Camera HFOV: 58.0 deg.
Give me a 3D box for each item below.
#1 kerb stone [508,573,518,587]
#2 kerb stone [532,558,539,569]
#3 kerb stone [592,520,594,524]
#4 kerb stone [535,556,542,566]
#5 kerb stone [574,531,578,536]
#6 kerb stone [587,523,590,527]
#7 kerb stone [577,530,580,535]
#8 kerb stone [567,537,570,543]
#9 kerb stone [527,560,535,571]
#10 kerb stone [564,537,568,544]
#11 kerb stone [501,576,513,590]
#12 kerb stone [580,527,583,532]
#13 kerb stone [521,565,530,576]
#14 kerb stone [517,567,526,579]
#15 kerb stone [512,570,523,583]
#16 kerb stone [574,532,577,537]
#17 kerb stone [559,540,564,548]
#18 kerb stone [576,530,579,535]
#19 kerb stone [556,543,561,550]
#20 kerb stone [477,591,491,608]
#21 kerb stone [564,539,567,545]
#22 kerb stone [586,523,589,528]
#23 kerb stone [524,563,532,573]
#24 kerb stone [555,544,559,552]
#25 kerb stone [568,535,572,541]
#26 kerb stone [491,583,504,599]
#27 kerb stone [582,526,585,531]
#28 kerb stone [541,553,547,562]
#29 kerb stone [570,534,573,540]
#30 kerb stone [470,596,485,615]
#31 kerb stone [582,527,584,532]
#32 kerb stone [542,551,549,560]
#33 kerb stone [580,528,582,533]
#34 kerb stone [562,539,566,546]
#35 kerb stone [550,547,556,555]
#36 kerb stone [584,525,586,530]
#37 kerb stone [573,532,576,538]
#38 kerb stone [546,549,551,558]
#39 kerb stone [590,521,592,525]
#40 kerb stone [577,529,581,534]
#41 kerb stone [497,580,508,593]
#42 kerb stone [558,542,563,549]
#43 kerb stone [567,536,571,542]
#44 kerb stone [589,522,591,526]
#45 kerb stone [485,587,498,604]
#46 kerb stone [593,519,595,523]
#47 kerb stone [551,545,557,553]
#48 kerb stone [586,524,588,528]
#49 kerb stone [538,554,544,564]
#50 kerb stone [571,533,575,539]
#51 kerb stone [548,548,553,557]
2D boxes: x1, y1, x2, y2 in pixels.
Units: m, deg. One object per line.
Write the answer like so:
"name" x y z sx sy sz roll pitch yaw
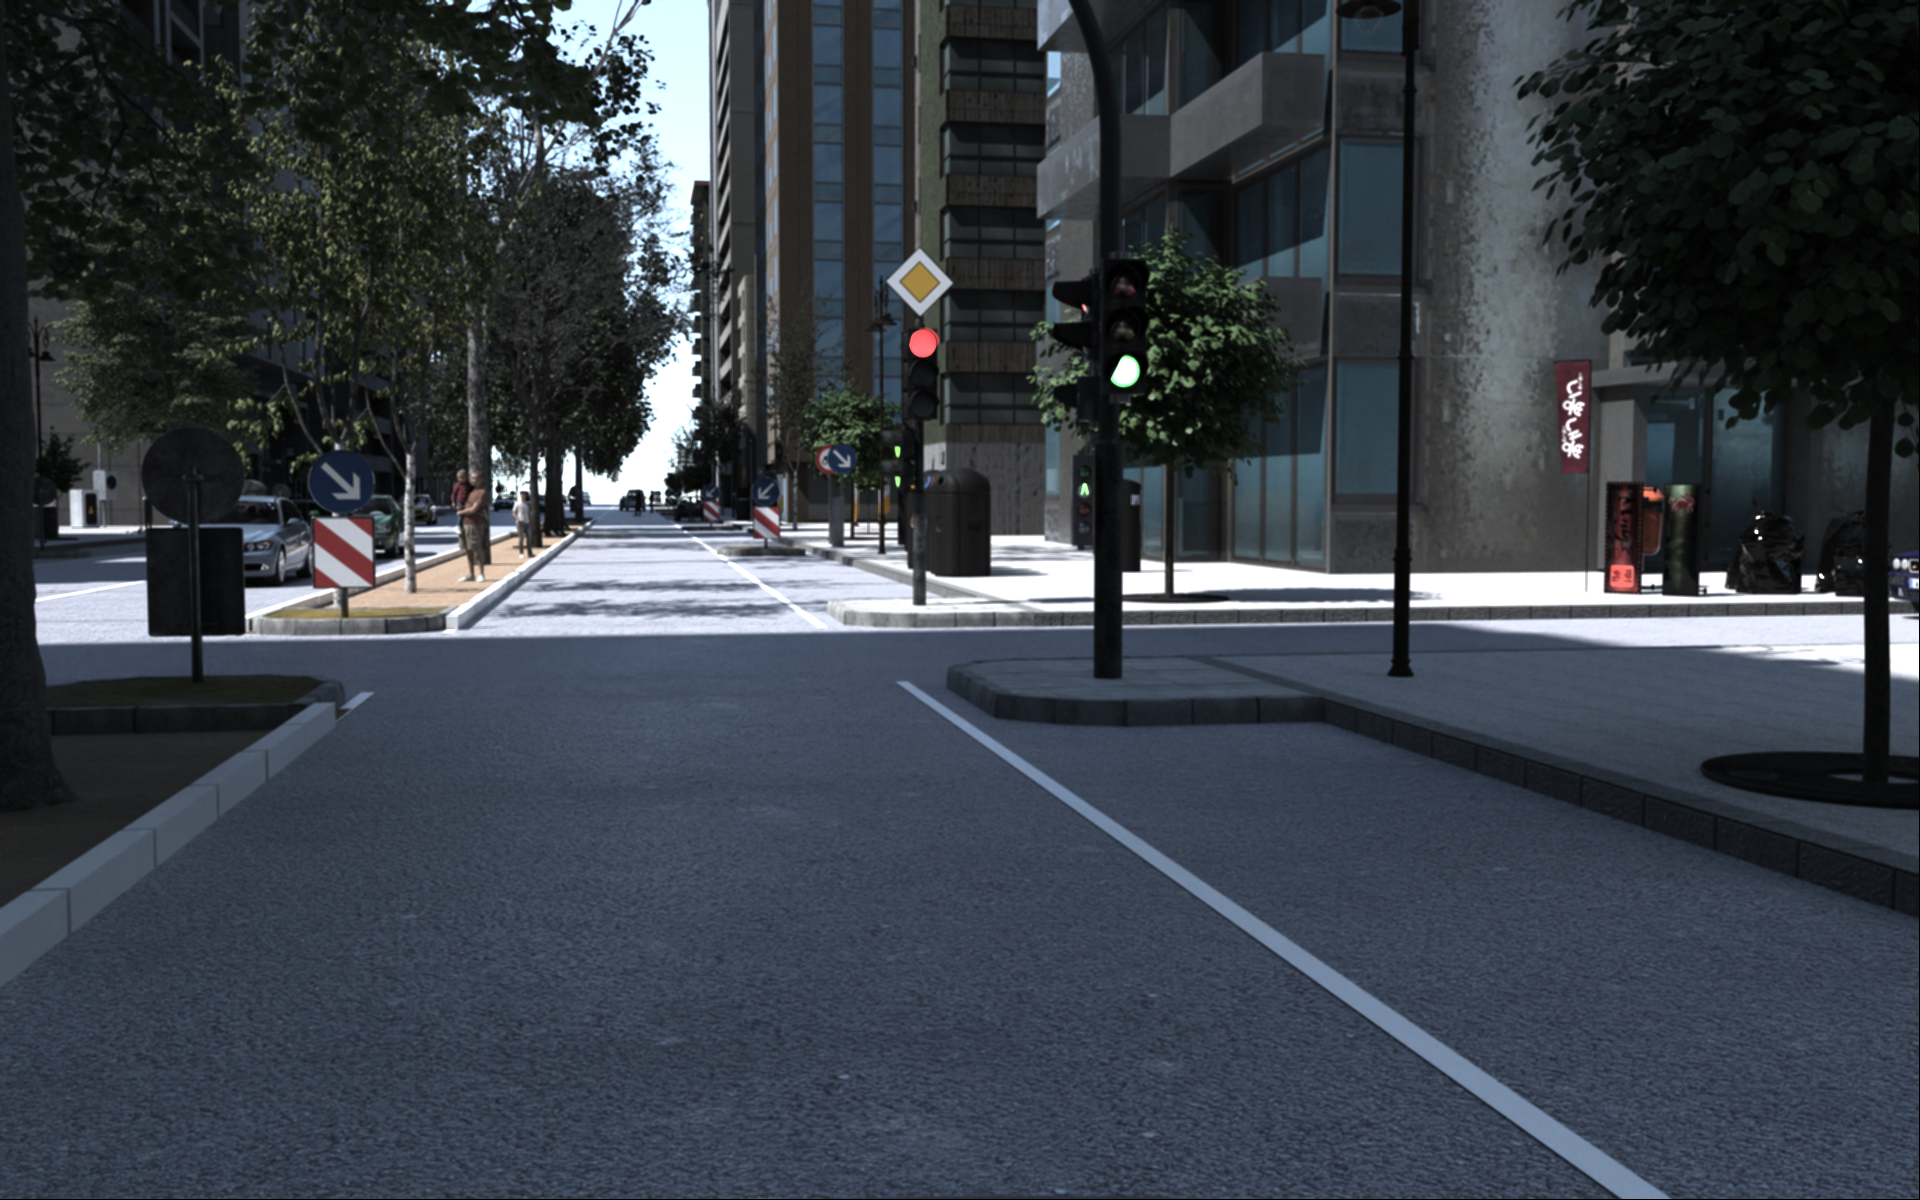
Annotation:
"kerb stone" -6.968 -0.280 26.770 0.120 0.150 1.000 -1 4 -11
"kerb stone" -8.119 -0.649 32.813 0.120 0.150 1.000 -1 4 -11
"kerb stone" -16.726 -3.418 78.170 0.120 0.150 1.000 -1 4 -11
"kerb stone" -8.309 -0.711 33.818 0.120 0.150 1.000 -1 4 -11
"kerb stone" -12.522 -2.067 55.997 0.120 0.150 1.000 -1 4 -11
"kerb stone" -15.381 -2.992 71.116 0.120 0.150 1.000 -1 4 -11
"kerb stone" -12.898 -2.190 58.010 0.120 0.150 1.000 -1 4 -11
"kerb stone" -11.180 -1.636 48.938 0.120 0.150 1.000 -1 4 -11
"kerb stone" -7.933 -0.587 31.805 0.120 0.150 1.000 -1 4 -11
"kerb stone" -10.987 -1.574 47.934 0.120 0.150 1.000 -1 4 -11
"kerb stone" -6.777 -0.218 25.759 0.120 0.150 1.000 -1 4 -11
"kerb stone" -13.664 -2.437 62.033 0.120 0.150 1.000 -1 4 -11
"kerb stone" -7.542 -0.459 29.799 0.120 0.150 1.000 -1 4 -11
"kerb stone" -7.351 -0.403 28.785 0.120 0.150 1.000 -1 4 -11
"kerb stone" -7.150 -0.342 27.782 0.120 0.150 1.000 -1 4 -11
"kerb stone" -12.329 -2.003 54.989 0.120 0.150 1.000 -1 4 -11
"kerb stone" -10.410 -1.389 44.910 0.120 0.150 1.000 -1 4 -11
"kerb stone" -12.709 -2.129 57.004 0.120 0.150 1.000 -1 4 -11
"kerb stone" -10.036 -1.265 42.886 0.120 0.150 1.000 -1 4 -11
"kerb stone" -6.016 0.028 21.733 0.120 0.150 1.000 -1 4 -11
"kerb stone" -10.800 -1.510 46.927 0.120 0.150 1.000 -1 4 -11
"kerb stone" -15.196 -2.925 70.111 0.120 0.150 1.000 -1 4 -11
"kerb stone" -7.741 -0.526 30.801 0.120 0.150 1.000 -1 4 -11
"kerb stone" -9.836 -1.204 41.881 0.120 0.150 1.000 -1 4 -11
"kerb stone" -11.561 -1.760 50.967 0.120 0.150 1.000 -1 4 -11
"kerb stone" -6.387 -0.095 23.752 0.120 0.150 1.000 -1 4 -11
"kerb stone" -14.047 -2.558 64.061 0.120 0.150 1.000 -1 4 -11
"kerb stone" -8.691 -0.832 35.839 0.120 0.150 1.000 -1 4 -11
"kerb stone" -11.755 -1.818 51.971 0.120 0.150 1.000 -1 4 -11
"kerb stone" -5.822 0.093 20.730 0.120 0.150 1.000 -1 4 -11
"kerb stone" -13.856 -2.499 63.046 0.120 0.150 1.000 -1 4 -11
"kerb stone" -8.875 -0.893 36.844 0.120 0.150 1.000 -1 4 -11
"kerb stone" -13.473 -2.373 61.028 0.120 0.150 1.000 -1 4 -11
"kerb stone" -10.595 -1.451 45.925 0.120 0.150 1.000 -1 4 -11
"kerb stone" -9.449 -1.081 39.872 0.120 0.150 1.000 -1 4 -11
"kerb stone" -14.430 -2.684 66.074 0.120 0.150 1.000 -1 4 -11
"kerb stone" -12.137 -1.944 53.985 0.120 0.150 1.000 -1 4 -11
"kerb stone" -9.073 -0.958 37.852 0.120 0.150 1.000 -1 4 -11
"kerb stone" -16.151 -3.238 75.133 0.120 0.150 1.000 -1 4 -11
"kerb stone" -13.086 -2.252 59.021 0.120 0.150 1.000 -1 4 -11
"kerb stone" -6.589 -0.156 24.754 0.120 0.150 1.000 -1 4 -11
"kerb stone" -10.221 -1.323 43.899 0.120 0.150 1.000 -1 4 -11
"kerb stone" -11.372 -1.698 49.954 0.120 0.150 1.000 -1 4 -11
"kerb stone" -15.766 -3.115 73.124 0.120 0.150 1.000 -1 4 -11
"kerb stone" -6.204 -0.034 22.747 0.120 0.150 1.000 -1 4 -11
"kerb stone" -17.299 -3.608 81.187 0.120 0.150 1.000 -1 4 -11
"kerb stone" -9.648 -1.142 40.876 0.120 0.150 1.000 -1 4 -11
"kerb stone" -15.011 -2.860 69.095 0.120 0.150 1.000 -1 4 -11
"kerb stone" -8.500 -0.773 34.829 0.120 0.150 1.000 -1 4 -11
"kerb stone" -11.947 -1.883 52.979 0.120 0.150 1.000 -1 4 -11
"kerb stone" -9.264 -1.017 38.856 0.120 0.150 1.000 -1 4 -11
